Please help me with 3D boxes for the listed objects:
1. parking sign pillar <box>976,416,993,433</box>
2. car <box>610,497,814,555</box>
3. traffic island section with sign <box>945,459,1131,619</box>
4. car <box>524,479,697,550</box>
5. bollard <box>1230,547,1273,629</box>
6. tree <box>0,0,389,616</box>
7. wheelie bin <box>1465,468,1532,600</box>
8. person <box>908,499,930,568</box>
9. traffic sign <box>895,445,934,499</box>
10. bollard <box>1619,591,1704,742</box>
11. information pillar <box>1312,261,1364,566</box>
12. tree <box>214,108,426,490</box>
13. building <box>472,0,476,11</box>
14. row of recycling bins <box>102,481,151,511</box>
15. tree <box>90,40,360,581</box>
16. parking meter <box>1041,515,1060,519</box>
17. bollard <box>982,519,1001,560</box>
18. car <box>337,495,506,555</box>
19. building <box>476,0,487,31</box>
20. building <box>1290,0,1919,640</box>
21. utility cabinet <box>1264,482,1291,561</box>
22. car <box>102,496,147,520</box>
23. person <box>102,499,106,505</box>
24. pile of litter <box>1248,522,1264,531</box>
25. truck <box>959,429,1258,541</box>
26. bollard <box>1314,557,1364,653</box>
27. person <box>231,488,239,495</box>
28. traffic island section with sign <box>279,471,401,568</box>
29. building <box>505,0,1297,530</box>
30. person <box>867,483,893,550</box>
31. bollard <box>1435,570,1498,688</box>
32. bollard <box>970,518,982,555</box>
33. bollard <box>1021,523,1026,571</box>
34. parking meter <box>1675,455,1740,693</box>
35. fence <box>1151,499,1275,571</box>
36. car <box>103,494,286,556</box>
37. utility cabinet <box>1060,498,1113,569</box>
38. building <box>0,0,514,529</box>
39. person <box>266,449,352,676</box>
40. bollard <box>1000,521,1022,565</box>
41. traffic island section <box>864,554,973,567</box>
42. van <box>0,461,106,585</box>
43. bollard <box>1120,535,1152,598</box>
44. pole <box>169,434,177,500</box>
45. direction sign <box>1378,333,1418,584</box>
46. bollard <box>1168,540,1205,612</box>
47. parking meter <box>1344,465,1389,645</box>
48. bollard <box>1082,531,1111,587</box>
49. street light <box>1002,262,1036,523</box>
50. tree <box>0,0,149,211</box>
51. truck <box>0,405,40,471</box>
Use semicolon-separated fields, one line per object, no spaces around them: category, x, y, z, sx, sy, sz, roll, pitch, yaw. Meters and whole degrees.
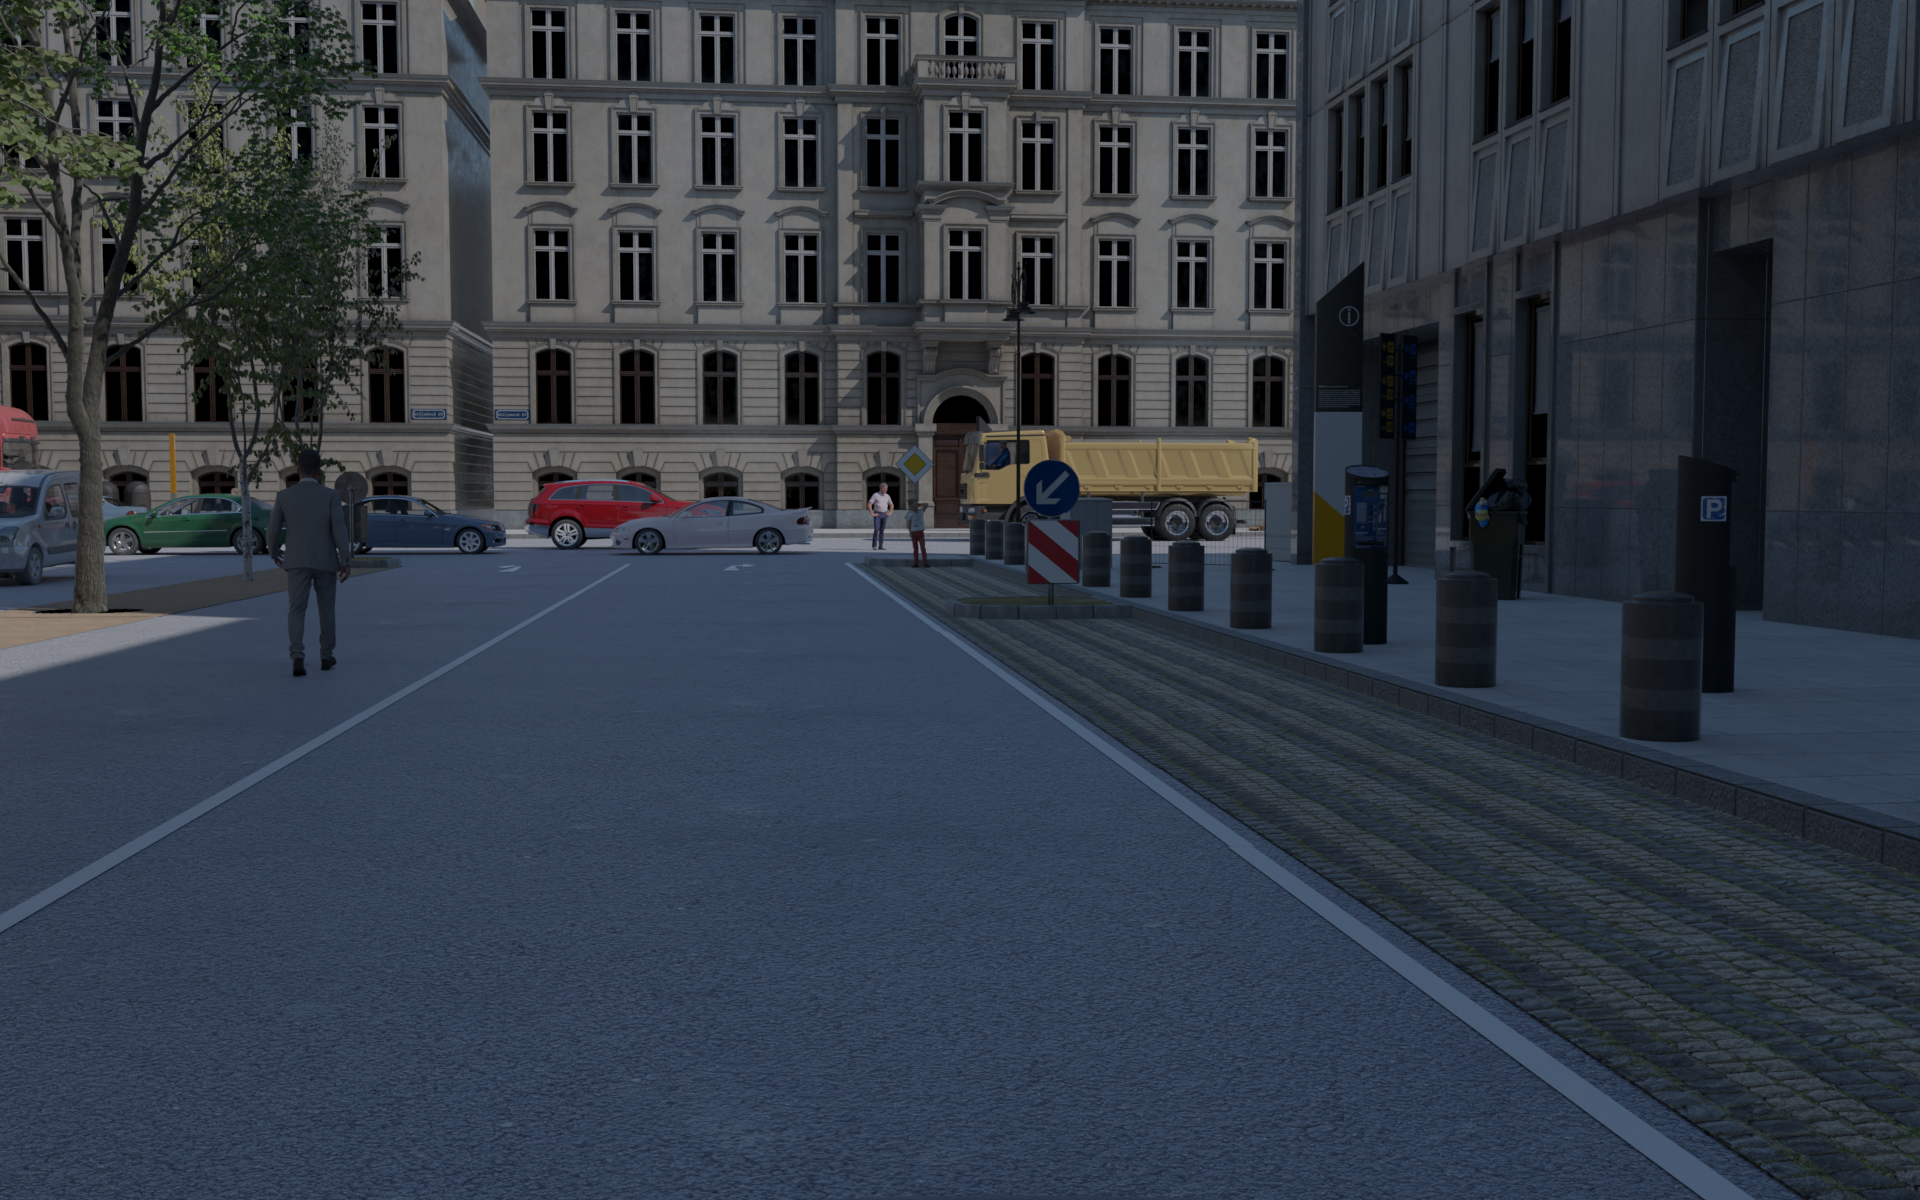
parking sign pillar;1.147;-4.398;60.386;1.447;3.967;1.447;3;5;42
car;-5.927;-1.781;41.483;4.827;1.381;2.083;0;4;-7
traffic island section with sign;0.861;-0.734;20.630;1.989;1.847;2.006;0;4;-7
car;-8.738;-2.259;45.600;5.304;1.827;2.281;0;4;-7
bollard;2.792;-0.116;16.607;0.404;0.777;0.398;0;3;0
tree;-10.328;-5.635;20.347;9.928;11.665;9.643;0;3;0
wheelie bin;6.600;-0.814;21.210;0.693;1.594;0.980;2;4;27
person;-0.791;-1.288;33.476;0.435;1.345;0.340;0;4;-3
traffic sign;-0.919;-1.930;35.198;0.795;2.450;0.064;0;4;-7
bollard;3.693;0.342;9.123;0.404;0.777;0.398;0;3;0
information pillar;3.836;-1.600;17.515;0.504;3.616;0.183;0;4;1
tree;-12.182;-4.871;32.461;4.360;8.622;3.978;0;3;0
building;-43.741;-27.179;127.974;14.154;41.232;14.086;0;4;-7
row of recycling bins;-27.858;-2.966;55.606;3.534;1.692;1.069;-1;4;-14
tree;-11.580;-4.590;27.860;4.737;8.622;4.395;0;3;0
parking meter;1.669;-1.573;31.424;0.255;1.863;0.399;3;5;42
bollard;0.697;-1.178;33.981;0.404;0.777;0.398;0;3;0
car;-13.207;-1.809;41.581;4.499;1.417;2.014;-1;4;-9
building;-45.549;-30.076;141.851;14.600;45.320;14.200;0;4;-7
building;13.208;-12.467;21.858;12.078;24.808;19.932;0;4;-7
utility cabinet;6.247;-1.476;32.811;0.318;1.500;1.173;-2;4;-27
car;-27.030;-2.478;52.518;4.499;1.417;2.014;0;4;-6
person;-21.716;-2.085;43.306;0.376;1.734;0.841;1;4;10
pile of litter;10.587;-2.822;60.097;1.176;0.858;1.719;0;4;6
truck;4.066;-3.505;53.226;9.791;3.379;3.469;0;4;-8
bollard;3.089;0.037;14.115;0.404;0.777;0.398;0;3;0
person;-20.705;-2.400;49.547;0.330;1.601;0.589;-1;4;-18
traffic island section with sign;-12.143;-1.592;34.167;2.006;1.907;1.989;0;4;-7
building;-0.615;-15.269;68.741;34.723;24.649;14.460;0;4;-7
person;-2.000;-2.139;44.406;0.756;1.711;0.436;-2;4;-25
bollard;3.394;0.190;11.614;0.404;0.777;0.398;0;3;0
bollard;0.401;-1.330;36.462;0.404;0.777;0.398;0;3;0
bollard;1.294;-0.874;29.013;0.404;0.777;0.398;0;3;0
parking meter;4.863;-0.176;11.289;0.372;1.533;0.369;0;3;0
fence;4.200;-1.114;29.416;2.264;1.192;0.480;2;4;32
car;-18.152;-1.806;41.327;4.920;1.459;2.131;0;4;-5
utility cabinet;2.179;-1.139;29.779;1.020;1.237;0.306;-3;5;-41
building;-35.648;-15.005;64.414;34.723;24.649;14.460;0;4;-7
person;-5.214;-0.312;13.874;0.678;1.792;0.850;-1;4;-12
bollard;1.000;-1.026;31.500;0.404;0.777;0.398;0;3;0
traffic island section;-0.897;-0.795;35.278;2.009;0.180;2.903;0;4;-7
van;-15.502;-1.306;28.370;2.013;2.044;4.112;0;4;-7
bollard;2.191;-0.419;21.569;0.404;0.777;0.398;0;3;0
pole;-26.568;-3.954;58.491;0.158;3.312;0.155;0;3;0
direction sign;6.222;-1.998;24.664;0.876;3.537;0.379;-3;5;-41
bollard;2.494;-0.267;19.089;0.404;0.777;0.398;0;3;0
parking meter;3.486;-0.395;14.870;0.372;1.533;0.369;0;3;0
bollard;1.895;-0.571;24.051;0.404;0.777;0.398;0;3;0
street light;1.168;-3.781;34.614;0.468;5.910;1.993;0;4;-7
tree;-9.264;-5.566;11.593;7.486;12.596;7.792;0;3;0
truck;-29.660;-3.453;45.376;11.283;4.237;2.839;-1;4;-9
